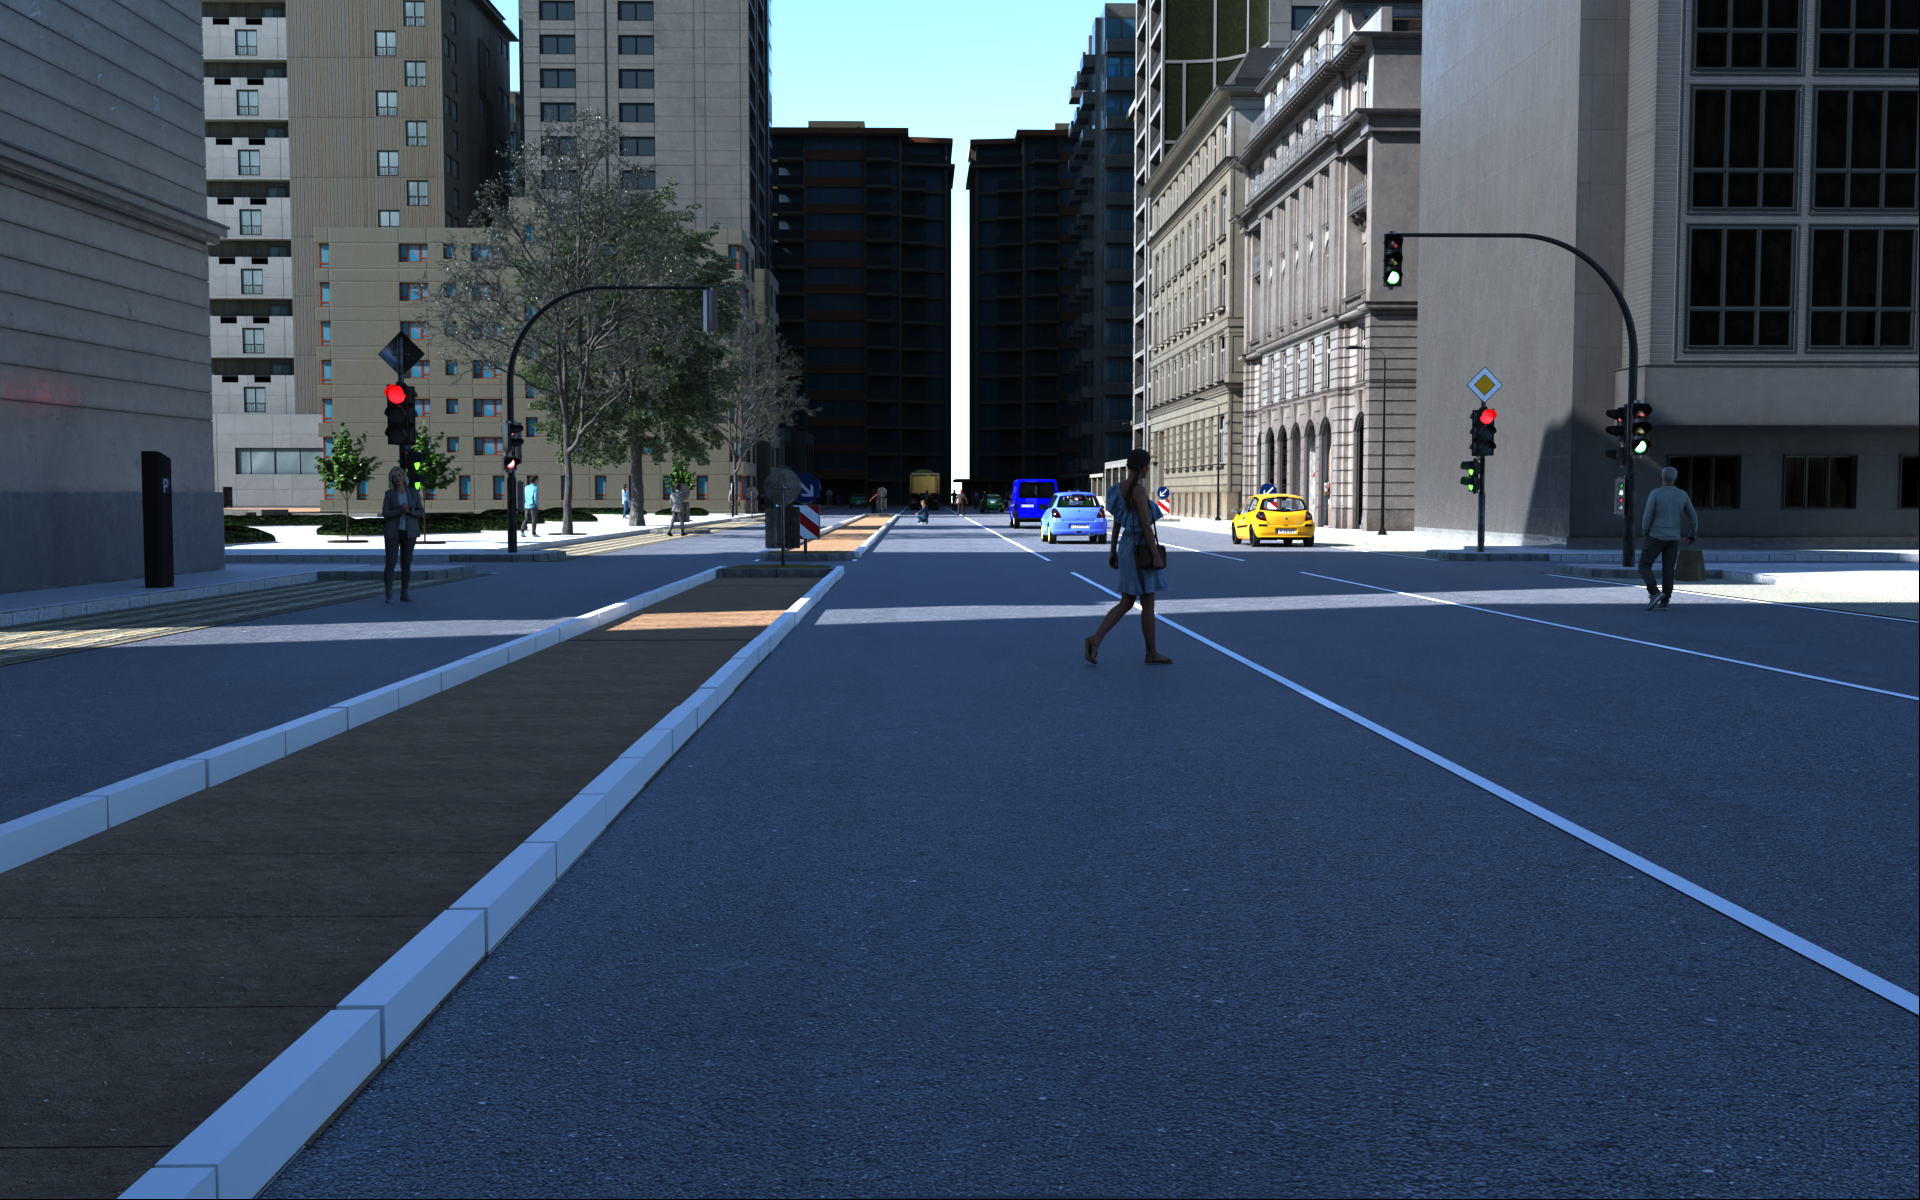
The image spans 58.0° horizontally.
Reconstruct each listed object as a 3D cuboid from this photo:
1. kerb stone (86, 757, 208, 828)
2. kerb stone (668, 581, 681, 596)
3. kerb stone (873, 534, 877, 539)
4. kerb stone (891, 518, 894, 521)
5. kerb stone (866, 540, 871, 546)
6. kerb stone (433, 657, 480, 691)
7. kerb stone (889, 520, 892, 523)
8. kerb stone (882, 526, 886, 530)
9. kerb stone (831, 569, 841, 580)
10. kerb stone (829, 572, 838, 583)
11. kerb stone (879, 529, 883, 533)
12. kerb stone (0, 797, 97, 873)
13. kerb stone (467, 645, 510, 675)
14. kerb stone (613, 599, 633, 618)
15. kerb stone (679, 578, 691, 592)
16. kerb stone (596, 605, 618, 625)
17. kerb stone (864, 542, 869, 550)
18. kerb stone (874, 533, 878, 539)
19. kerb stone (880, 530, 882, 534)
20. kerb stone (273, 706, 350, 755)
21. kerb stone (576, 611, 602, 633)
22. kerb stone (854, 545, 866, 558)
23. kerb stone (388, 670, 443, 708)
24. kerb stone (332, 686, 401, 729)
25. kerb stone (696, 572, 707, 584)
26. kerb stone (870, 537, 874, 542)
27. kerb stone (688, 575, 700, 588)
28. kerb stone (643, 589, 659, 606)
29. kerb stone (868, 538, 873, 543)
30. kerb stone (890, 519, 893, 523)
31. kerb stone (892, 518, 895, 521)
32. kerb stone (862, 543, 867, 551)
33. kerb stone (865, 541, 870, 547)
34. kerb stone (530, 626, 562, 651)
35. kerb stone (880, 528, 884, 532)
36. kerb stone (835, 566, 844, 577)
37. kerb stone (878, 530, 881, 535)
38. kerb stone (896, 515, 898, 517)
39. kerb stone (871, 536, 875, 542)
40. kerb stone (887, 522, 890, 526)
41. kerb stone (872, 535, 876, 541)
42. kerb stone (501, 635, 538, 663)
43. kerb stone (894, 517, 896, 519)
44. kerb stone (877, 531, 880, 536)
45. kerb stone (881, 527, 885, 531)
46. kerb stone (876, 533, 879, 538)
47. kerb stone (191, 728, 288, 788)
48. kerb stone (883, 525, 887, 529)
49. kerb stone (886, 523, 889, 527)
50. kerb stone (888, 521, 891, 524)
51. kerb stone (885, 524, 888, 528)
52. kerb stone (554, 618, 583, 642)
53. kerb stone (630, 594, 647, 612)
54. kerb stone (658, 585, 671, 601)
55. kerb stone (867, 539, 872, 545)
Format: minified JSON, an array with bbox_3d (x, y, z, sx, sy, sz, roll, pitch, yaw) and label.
[{"bbox_3d":[-3.694,0.876,7.868,0.120,0.150,1.000,0,4,-1],"label":"kerb stone"},{"bbox_3d":[-4.075,-0.127,24.277,0.120,0.150,1.000,0,4,-1],"label":"kerb stone"},{"bbox_3d":[-2.613,-1.794,51.520,0.120,0.150,1.000,0,4,-1],"label":"kerb stone"},{"bbox_3d":[-3.347,-3.673,82.303,0.120,0.150,1.000,0,4,-1],"label":"kerb stone"},{"bbox_3d":[-2.478,-1.413,45.367,0.120,0.150,1.000,0,4,-1],"label":"kerb stone"},{"bbox_3d":[-3.808,0.565,12.989,0.120,0.150,1.000,0,4,-1],"label":"kerb stone"},{"bbox_3d":[-3.219,-3.358,77.150,0.120,0.150,1.000,0,4,-1],"label":"kerb stone"},{"bbox_3d":[-2.906,-2.547,63.831,0.120,0.150,1.000,0,4,-1],"label":"kerb stone"},{"bbox_3d":[-2.069,-0.375,28.392,0.120,0.150,1.000,0,4,-1],"label":"kerb stone"},{"bbox_3d":[-2.050,-0.310,27.364,0.120,0.150,1.000,0,4,-1],"label":"kerb stone"},{"bbox_3d":[-2.781,-2.229,58.703,0.120,0.150,1.000,0,4,-1],"label":"kerb stone"},{"bbox_3d":[-3.666,0.939,6.846,0.120,0.150,1.000,0,4,-1],"label":"kerb stone"},{"bbox_3d":[-3.840,0.500,14.015,0.120,0.150,1.000,0,4,-1],"label":"kerb stone"},{"bbox_3d":[-3.982,0.128,20.163,0.120,0.150,1.000,0,4,-1],"label":"kerb stone"},{"bbox_3d":[-4.099,-0.190,25.307,0.120,0.150,1.000,0,4,-1],"label":"kerb stone"},{"bbox_3d":[-3.953,0.187,19.141,0.120,0.150,1.000,0,4,-1],"label":"kerb stone"},{"bbox_3d":[-2.425,-1.292,43.321,0.120,0.150,1.000,0,4,-1],"label":"kerb stone"},{"bbox_3d":[-2.640,-1.856,52.541,0.120,0.150,1.000,0,4,-1],"label":"kerb stone"},{"bbox_3d":[-2.764,-2.170,57.679,0.120,0.150,1.000,0,4,-1],"label":"kerb stone"},{"bbox_3d":[-3.737,0.756,9.918,0.120,0.150,1.000,0,4,-1],"label":"kerb stone"},{"bbox_3d":[-3.930,0.249,18.119,0.120,0.150,1.000,0,4,-1],"label":"kerb stone"},{"bbox_3d":[-2.382,-1.162,41.277,0.120,0.150,1.000,0,4,-1],"label":"kerb stone"},{"bbox_3d":[-3.787,0.627,11.967,0.120,0.150,1.000,0,4,-1],"label":"kerb stone"},{"bbox_3d":[-3.761,0.688,10.945,0.120,0.150,1.000,0,4,-1],"label":"kerb stone"},{"bbox_3d":[-4.154,-0.311,27.350,0.120,0.150,1.000,0,4,-1],"label":"kerb stone"},{"bbox_3d":[-2.541,-1.605,48.449,0.120,0.150,1.000,0,4,-1],"label":"kerb stone"},{"bbox_3d":[-4.120,-0.248,26.329,0.120,0.150,1.000,0,4,-1],"label":"kerb stone"},{"bbox_3d":[-4.029,-0.002,22.224,0.120,0.150,1.000,0,4,-1],"label":"kerb stone"},{"bbox_3d":[-2.522,-1.542,47.427,0.120,0.150,1.000,0,4,-1],"label":"kerb stone"},{"bbox_3d":[-3.295,-3.543,80.256,0.120,0.150,1.000,0,4,-1],"label":"kerb stone"},{"bbox_3d":[-3.415,-3.860,85.383,0.120,0.150,1.000,0,4,-1],"label":"kerb stone"},{"bbox_3d":[-2.400,-1.230,42.299,0.120,0.150,1.000,0,4,-1],"label":"kerb stone"},{"bbox_3d":[-2.438,-1.349,44.345,0.120,0.150,1.000,0,4,-1],"label":"kerb stone"},{"bbox_3d":[-3.883,0.378,16.069,0.120,0.150,1.000,0,4,-1],"label":"kerb stone"},{"bbox_3d":[-2.825,-2.352,60.751,0.120,0.150,1.000,0,4,-1],"label":"kerb stone"},{"bbox_3d":[-2.088,-0.439,29.425,0.120,0.150,1.000,0,4,-1],"label":"kerb stone"},{"bbox_3d":[-2.732,-2.107,56.651,0.120,0.150,1.000,0,4,-1],"label":"kerb stone"},{"bbox_3d":[-3.651,-4.491,95.621,0.120,0.150,1.000,0,4,-1],"label":"kerb stone"},{"bbox_3d":[-2.573,-1.669,49.475,0.120,0.150,1.000,0,4,-1],"label":"kerb stone"},{"bbox_3d":[-3.098,-3.047,72.017,0.120,0.150,1.000,0,4,-1],"label":"kerb stone"},{"bbox_3d":[-2.593,-1.731,50.498,0.120,0.150,1.000,0,4,-1],"label":"kerb stone"},{"bbox_3d":[-3.860,0.439,15.048,0.120,0.150,1.000,0,4,-1],"label":"kerb stone"},{"bbox_3d":[-3.488,-4.051,88.452,0.120,0.150,1.000,0,4,-1],"label":"kerb stone"},{"bbox_3d":[-2.708,-2.045,55.629,0.120,0.150,1.000,0,4,-1],"label":"kerb stone"},{"bbox_3d":[-2.851,-2.419,61.776,0.120,0.150,1.000,0,4,-1],"label":"kerb stone"},{"bbox_3d":[-2.664,-1.915,53.581,0.120,0.150,1.000,0,4,-1],"label":"kerb stone"},{"bbox_3d":[-3.709,0.814,8.890,0.120,0.150,1.000,0,4,-1],"label":"kerb stone"},{"bbox_3d":[-2.950,-2.672,65.879,0.120,0.150,1.000,0,4,-1],"label":"kerb stone"},{"bbox_3d":[-3.047,-2.917,69.974,0.120,0.150,1.000,0,4,-1],"label":"kerb stone"},{"bbox_3d":[-3.145,-3.172,74.078,0.120,0.150,1.000,0,4,-1],"label":"kerb stone"},{"bbox_3d":[-2.997,-2.791,67.926,0.120,0.150,1.000,0,4,-1],"label":"kerb stone"},{"bbox_3d":[-3.903,0.312,17.096,0.120,0.150,1.000,0,4,-1],"label":"kerb stone"},{"bbox_3d":[-4.004,0.065,21.186,0.120,0.150,1.000,0,4,-1],"label":"kerb stone"},{"bbox_3d":[-4.049,-0.061,23.248,0.120,0.150,1.000,0,4,-1],"label":"kerb stone"},{"bbox_3d":[-2.496,-1.480,46.392,0.120,0.150,1.000,0,4,-1],"label":"kerb stone"}]
